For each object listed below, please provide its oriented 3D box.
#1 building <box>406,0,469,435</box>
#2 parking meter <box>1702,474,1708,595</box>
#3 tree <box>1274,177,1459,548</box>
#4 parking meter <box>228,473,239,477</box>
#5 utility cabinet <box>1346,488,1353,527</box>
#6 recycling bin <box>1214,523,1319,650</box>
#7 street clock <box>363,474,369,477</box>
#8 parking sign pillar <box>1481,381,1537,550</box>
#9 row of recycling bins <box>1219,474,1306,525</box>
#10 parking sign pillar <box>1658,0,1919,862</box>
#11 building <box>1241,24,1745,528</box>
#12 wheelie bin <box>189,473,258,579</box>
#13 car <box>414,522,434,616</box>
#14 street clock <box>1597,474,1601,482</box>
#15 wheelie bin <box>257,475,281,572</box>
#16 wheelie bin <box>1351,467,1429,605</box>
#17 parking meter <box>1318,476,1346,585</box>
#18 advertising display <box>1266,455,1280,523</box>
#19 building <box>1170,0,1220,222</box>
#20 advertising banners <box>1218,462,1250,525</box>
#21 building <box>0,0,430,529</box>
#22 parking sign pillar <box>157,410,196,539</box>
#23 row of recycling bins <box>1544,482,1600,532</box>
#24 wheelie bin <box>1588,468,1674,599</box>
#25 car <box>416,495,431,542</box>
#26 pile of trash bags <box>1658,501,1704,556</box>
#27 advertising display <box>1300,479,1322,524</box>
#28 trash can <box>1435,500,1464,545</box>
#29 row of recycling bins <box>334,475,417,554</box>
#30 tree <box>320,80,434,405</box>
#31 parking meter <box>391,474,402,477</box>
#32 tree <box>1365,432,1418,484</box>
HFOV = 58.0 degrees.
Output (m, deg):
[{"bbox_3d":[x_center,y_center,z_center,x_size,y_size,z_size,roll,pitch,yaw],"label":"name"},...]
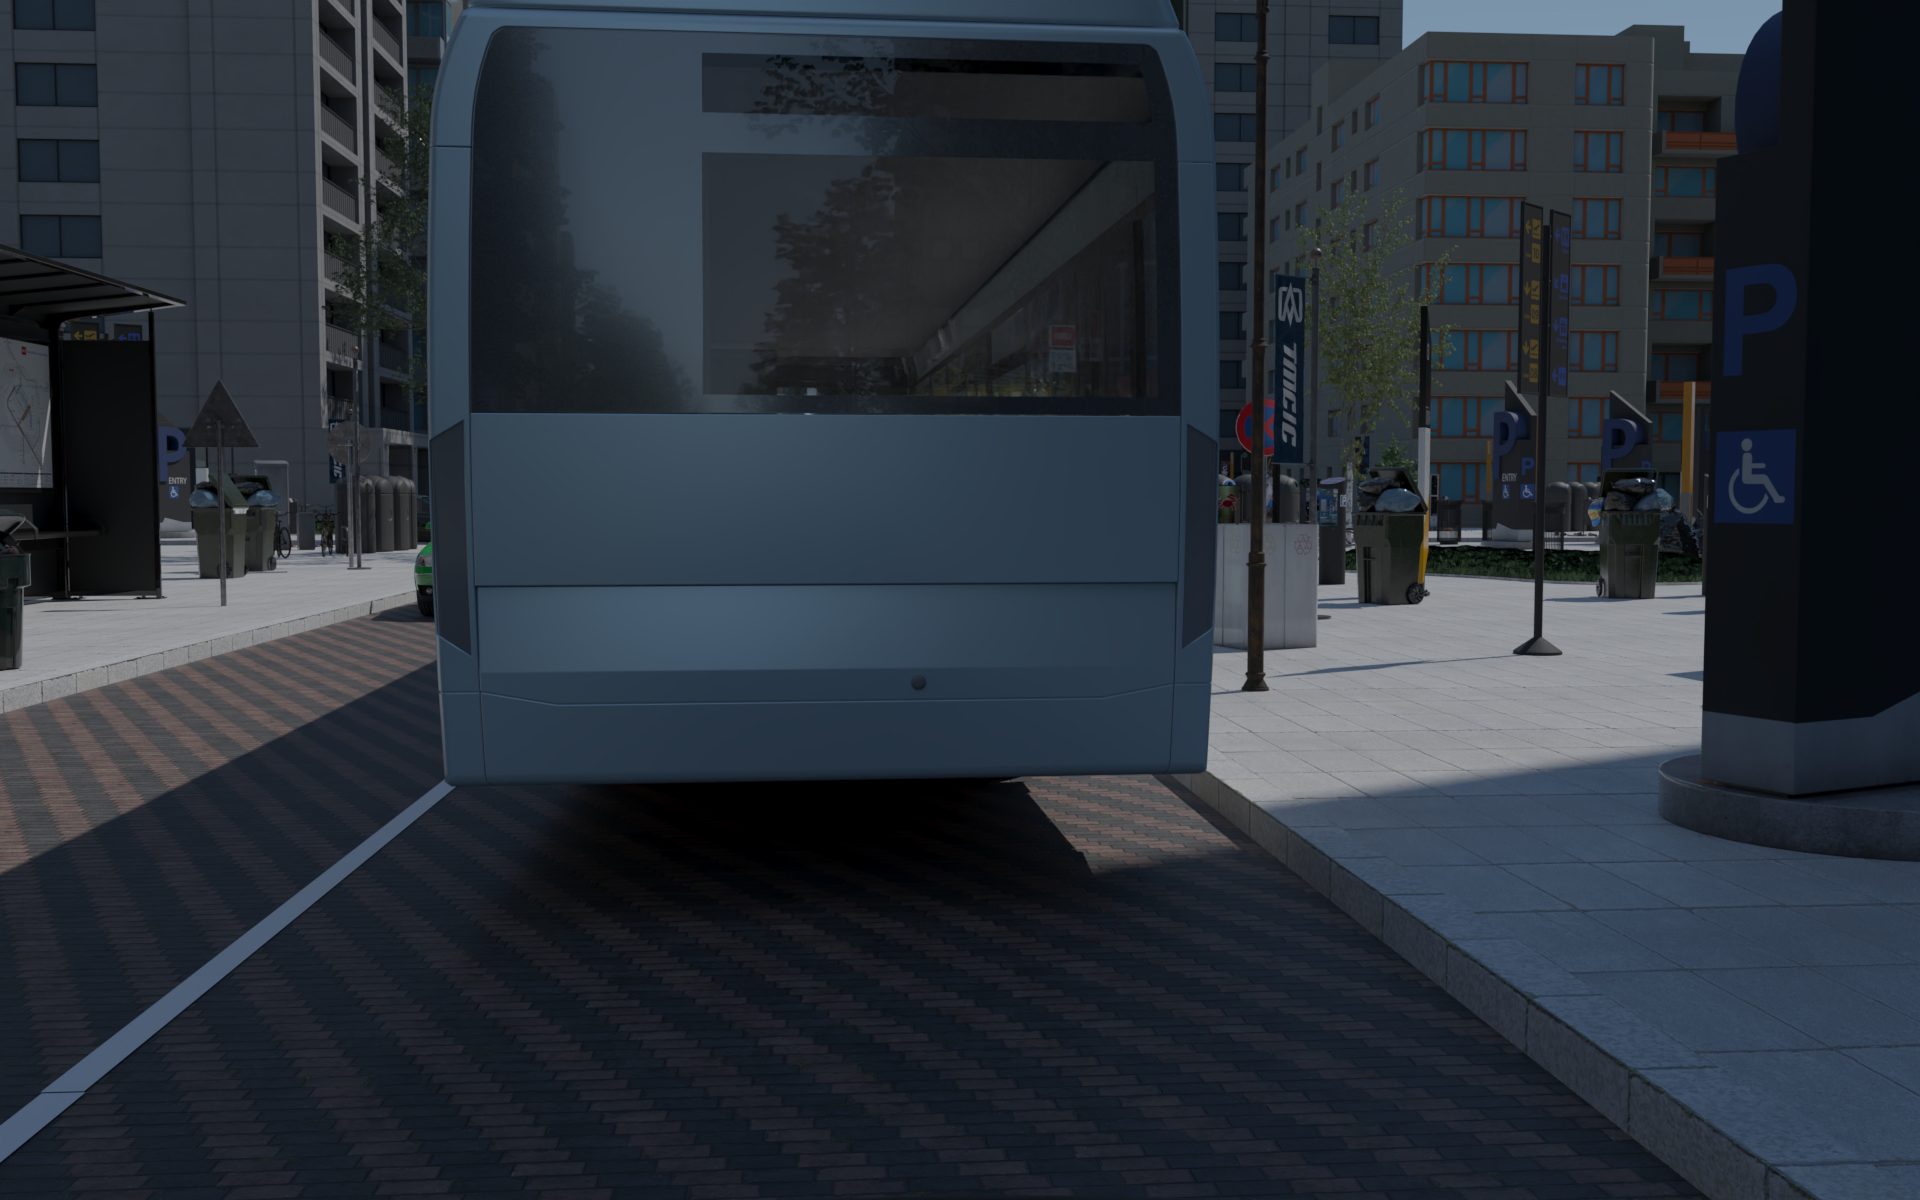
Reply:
[{"bbox_3d":[-48.389,-33.978,175.155,30.456,49.044,23.786,0,4,-5],"label":"building"},{"bbox_3d":[9.599,-0.825,21.900,0.372,1.533,0.369,0,3,0],"label":"parking meter"},{"bbox_3d":[9.555,-5.562,41.303,4.737,8.622,4.395,0,3,0],"label":"tree"},{"bbox_3d":[-20.536,-2.654,49.108,0.255,1.863,0.399,0,4,-5],"label":"parking meter"},{"bbox_3d":[14.586,-3.483,65.625,0.318,1.500,1.173,2,4,25],"label":"utility cabinet"},{"bbox_3d":[2.536,-0.127,14.637,0.722,1.027,0.722,-2,4,-23],"label":"recycling bin"},{"bbox_3d":[-21.825,-3.616,63.696,0.358,2.002,0.471,-1,4,-18],"label":"street clock"},{"bbox_3d":[12.982,-3.186,40.558,1.447,3.967,1.447,-1,4,-10],"label":"parking sign pillar"},{"bbox_3d":[5.706,-1.783,36.269,3.534,1.692,1.069,-3,4,-37],"label":"row of recycling bins"},{"bbox_3d":[3.493,-1.110,6.616,1.447,3.967,1.447,-2,4,-27],"label":"parking sign pillar"},{"bbox_3d":[30.658,-14.370,79.994,28.899,21.520,27.650,0,4,-5],"label":"building"},{"bbox_3d":[-11.304,-1.132,26.410,0.693,1.594,0.980,0,4,0],"label":"wheelie bin"},{"bbox_3d":[-5.587,-0.798,21.837,1.959,1.807,4.718,0,4,-4],"label":"car"},{"bbox_3d":[23.574,-3.611,63.614,0.358,2.002,0.471,3,5,43],"label":"street clock"},{"bbox_3d":[-11.770,-1.276,28.776,0.980,1.594,0.693,0,4,0],"label":"wheelie bin"},{"bbox_3d":[5.011,-0.754,20.230,0.693,1.594,0.980,-2,4,-28],"label":"wheelie bin"},{"bbox_3d":[5.288,-0.990,24.592,0.372,1.533,0.369,0,3,0],"label":"parking meter"},{"bbox_3d":[5.029,-1.410,28.260,0.123,1.923,0.974,0,4,-5],"label":"advertising display"},{"bbox_3d":[13.450,-40.754,104.579,20.563,71.187,20.611,0,4,-5],"label":"building"},{"bbox_3d":[3.191,-1.760,24.964,2.074,3.025,0.090,2,4,33],"label":"advertising banners"},{"bbox_3d":[-32.366,-38.729,71.472,20.563,71.187,20.611,0,4,-5],"label":"building"},{"bbox_3d":[-23.053,-3.787,50.396,1.447,3.967,1.447,1,4,20],"label":"parking sign pillar"},{"bbox_3d":[21.310,-3.207,59.551,3.534,1.692,1.069,-3,5,-41],"label":"row of recycling bins"},{"bbox_3d":[8.283,-0.823,21.360,0.980,1.594,0.693,0,4,8],"label":"wheelie bin"},{"bbox_3d":[-14.572,-2.251,46.597,4.222,1.686,2.009,0,4,-3],"label":"car"},{"bbox_3d":[12.970,-1.159,28.698,1.912,1.369,3.447,-1,4,-16],"label":"pile of trash bags"},{"bbox_3d":[14.616,-4.097,72.199,0.974,1.923,0.123,-1,4,-16],"label":"advertising display"},{"bbox_3d":[12.442,-1.981,44.039,0.748,1.137,0.748,0,3,0],"label":"trash can"},{"bbox_3d":[-13.040,-1.943,38.881,1.069,1.692,3.534,0,4,1],"label":"row of recycling bins"},{"bbox_3d":[-9.386,-6.223,36.165,8.767,10.594,7.601,0,4,-2],"label":"tree"},{"bbox_3d":[-16.688,-2.797,51.442,0.255,1.863,0.399,1,4,14],"label":"parking meter"},{"bbox_3d":[13.306,-3.617,53.733,1.663,3.219,1.824,0,3,0],"label":"tree"}]
